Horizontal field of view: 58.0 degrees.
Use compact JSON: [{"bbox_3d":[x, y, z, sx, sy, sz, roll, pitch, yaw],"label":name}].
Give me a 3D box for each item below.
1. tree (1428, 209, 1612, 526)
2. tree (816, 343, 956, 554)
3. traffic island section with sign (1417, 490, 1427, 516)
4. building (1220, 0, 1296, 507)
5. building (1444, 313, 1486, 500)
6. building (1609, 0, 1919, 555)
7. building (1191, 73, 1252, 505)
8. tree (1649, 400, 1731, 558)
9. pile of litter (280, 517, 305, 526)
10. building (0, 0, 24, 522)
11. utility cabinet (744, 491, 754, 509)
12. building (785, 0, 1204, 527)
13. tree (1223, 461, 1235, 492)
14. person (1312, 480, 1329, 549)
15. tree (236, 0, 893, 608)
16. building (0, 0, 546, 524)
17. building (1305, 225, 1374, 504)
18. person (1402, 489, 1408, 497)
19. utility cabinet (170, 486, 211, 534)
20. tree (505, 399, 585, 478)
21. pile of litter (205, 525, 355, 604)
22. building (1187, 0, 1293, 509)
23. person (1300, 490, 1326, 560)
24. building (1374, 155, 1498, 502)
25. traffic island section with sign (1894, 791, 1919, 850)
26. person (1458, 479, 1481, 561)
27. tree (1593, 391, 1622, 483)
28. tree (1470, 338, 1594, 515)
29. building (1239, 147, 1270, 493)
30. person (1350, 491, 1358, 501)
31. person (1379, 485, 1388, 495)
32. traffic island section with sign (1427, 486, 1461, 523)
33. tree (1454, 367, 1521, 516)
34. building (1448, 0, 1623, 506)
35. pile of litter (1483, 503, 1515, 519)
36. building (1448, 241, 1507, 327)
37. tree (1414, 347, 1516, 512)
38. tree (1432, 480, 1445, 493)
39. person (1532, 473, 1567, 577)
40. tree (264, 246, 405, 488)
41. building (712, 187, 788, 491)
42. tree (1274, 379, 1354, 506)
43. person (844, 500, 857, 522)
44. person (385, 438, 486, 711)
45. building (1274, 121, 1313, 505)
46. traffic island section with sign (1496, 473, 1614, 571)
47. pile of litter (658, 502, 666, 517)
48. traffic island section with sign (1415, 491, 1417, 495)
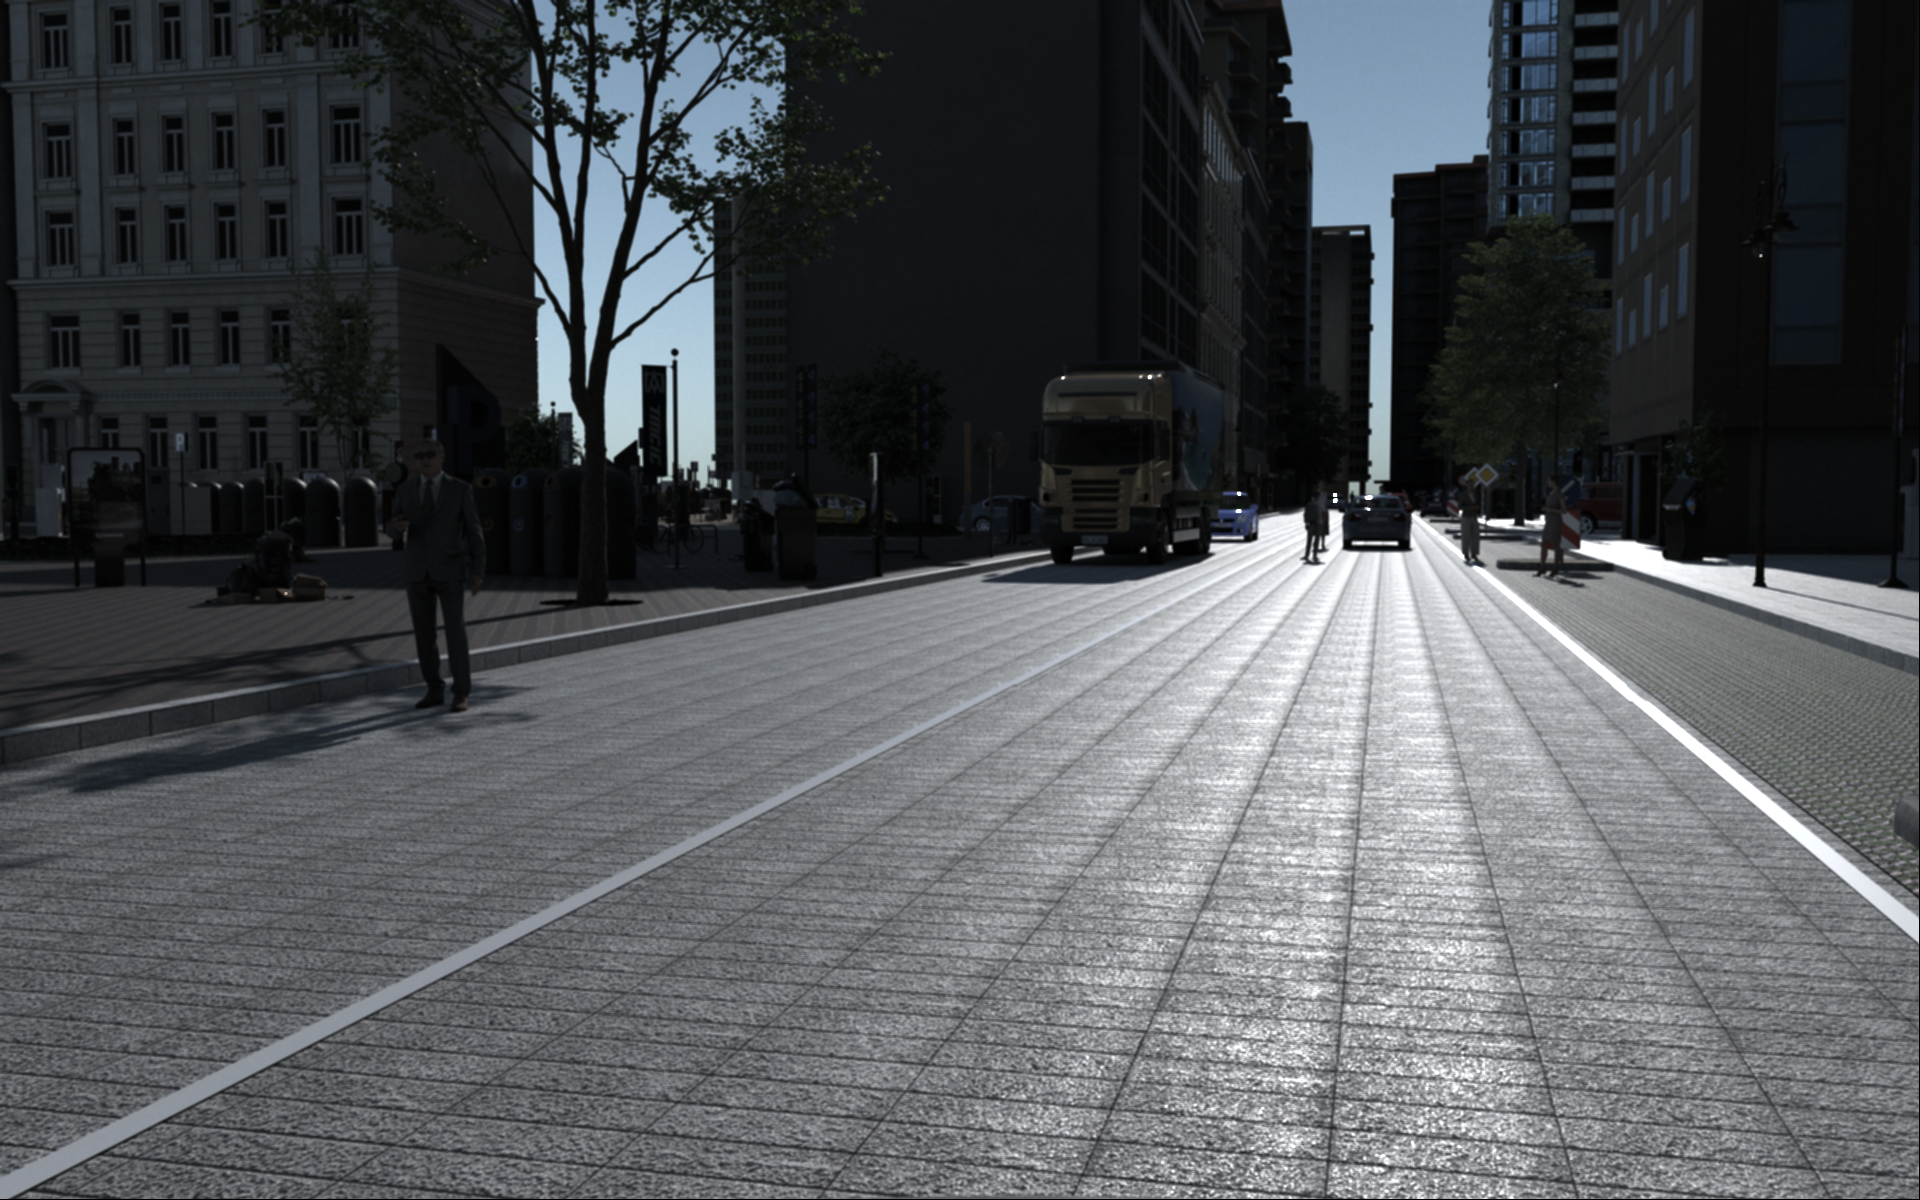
[{"bbox_3d":[22.901,-9.246,69.295,7.486,12.596,7.792,0,3,0],"label":"tree"},{"bbox_3d":[-1.650,-3.319,37.982,4.285,4.588,4.351,0,3,0],"label":"tree"},{"bbox_3d":[31.164,-6.410,113.434,1.989,1.847,2.006,1,4,14],"label":"traffic island section with sign"},{"bbox_3d":[24.410,-45.311,179.083,20.563,71.187,20.611,1,4,14],"label":"building"},{"bbox_3d":[64.229,-20.271,176.477,27.650,21.520,28.899,1,4,14],"label":"building"},{"bbox_3d":[23.894,-23.888,40.678,14.600,45.320,14.200,1,4,14],"label":"building"},{"bbox_3d":[9.943,-18.667,102.463,12.463,27.353,25.104,1,4,14],"label":"building"},{"bbox_3d":[15.289,-2.499,35.467,1.663,3.219,1.824,0,3,0],"label":"tree"},{"bbox_3d":[-12.684,-1.123,32.328,1.176,0.858,1.719,-3,4,-37],"label":"pile of litter"},{"bbox_3d":[-51.514,-16.389,85.984,19.932,24.808,12.078,1,4,14],"label":"building"},{"bbox_3d":[-16.670,-7.848,136.993,1.173,1.500,0.318,1,4,23],"label":"utility cabinet"},{"bbox_3d":[2.712,-17.460,78.981,14.314,27.812,24.014,1,4,14],"label":"building"},{"bbox_3d":[13.038,-5.665,87.228,1.663,3.219,1.824,0,3,0],"label":"tree"},{"bbox_3d":[9.463,-2.255,45.588,0.478,1.798,0.641,0,4,-4],"label":"person"},{"bbox_3d":[-4.213,-5.742,19.637,9.928,11.665,9.643,0,3,0],"label":"tree"},{"bbox_3d":[-31.888,-18.099,81.824,20.117,28.700,13.634,1,4,14],"label":"building"},{"bbox_3d":[44.128,-33.336,236.920,23.993,40.220,32.217,1,4,14],"label":"building"},{"bbox_3d":[33.113,-7.399,129.390,0.656,1.842,0.836,0,4,-7],"label":"person"},{"bbox_3d":[-22.503,-2.559,50.516,0.318,1.500,1.173,3,5,43],"label":"utility cabinet"},{"bbox_3d":[-14.628,-4.670,60.070,4.285,4.588,4.351,0,3,0],"label":"tree"},{"bbox_3d":[-8.157,-0.422,20.860,1.719,0.858,1.176,-1,4,-20],"label":"pile of litter"},{"bbox_3d":[17.932,-30.603,154.981,22.147,44.769,28.867,1,4,14],"label":"building"},{"bbox_3d":[7.662,-1.620,37.581,0.503,1.515,0.523,-1,4,-13],"label":"person"},{"bbox_3d":[69.193,-34.941,225.911,28.867,44.769,22.147,1,4,14],"label":"building"},{"bbox_3d":[4.789,0.125,6.578,1.989,1.847,2.006,1,4,14],"label":"traffic island section with sign"},{"bbox_3d":[10.855,-1.699,36.831,0.519,1.759,0.362,-1,4,-21],"label":"person"},{"bbox_3d":[42.264,-10.077,115.117,4.737,8.622,4.395,0,3,0],"label":"tree"},{"bbox_3d":[25.440,-7.855,78.797,4.737,8.622,4.395,0,3,0],"label":"tree"},{"bbox_3d":[14.589,-20.379,126.696,14.314,27.812,24.014,1,4,14],"label":"building"},{"bbox_3d":[43.799,-11.237,192.757,0.750,1.759,0.617,-1,4,-10],"label":"person"},{"bbox_3d":[19.117,-4.248,77.976,0.620,1.820,0.660,-2,4,-28],"label":"person"},{"bbox_3d":[24.701,-4.809,87.262,1.989,1.847,2.006,1,4,14],"label":"traffic island section with sign"},{"bbox_3d":[30.138,-9.101,99.158,4.360,8.622,3.978,0,3,0],"label":"tree"},{"bbox_3d":[54.003,-50.982,146.220,22.319,86.520,31.000,1,4,14],"label":"building"},{"bbox_3d":[27.966,-4.648,89.956,1.719,0.858,1.176,2,4,27],"label":"pile of litter"},{"bbox_3d":[63.056,-26.110,198.597,14.160,30.474,14.107,1,4,14],"label":"building"},{"bbox_3d":[36.038,-12.030,122.446,9.928,11.665,9.643,0,3,0],"label":"tree"},{"bbox_3d":[58.041,-13.192,210.289,1.663,3.219,1.824,0,3,0],"label":"tree"},{"bbox_3d":[10.099,-1.272,29.634,0.374,1.781,0.599,-1,4,-10],"label":"person"},{"bbox_3d":[-18.251,-6.166,51.184,4.737,8.622,4.395,0,3,0],"label":"tree"},{"bbox_3d":[-15.024,-31.610,208.703,23.993,40.220,32.217,1,4,14],"label":"building"},{"bbox_3d":[38.912,-17.509,192.921,9.857,13.997,8.962,0,3,0],"label":"tree"},{"bbox_3d":[-3.966,-2.989,62.389,0.505,1.210,0.382,-1,4,-9],"label":"person"},{"bbox_3d":[-3.507,-0.174,11.516,0.661,1.801,0.590,0,4,-2],"label":"person"},{"bbox_3d":[34.169,-33.994,205.907,14.200,45.320,14.600,1,4,14],"label":"building"},{"bbox_3d":[11.307,-1.492,33.024,1.989,1.847,2.006,1,4,14],"label":"traffic island section with sign"},{"bbox_3d":[-16.943,-5.177,98.604,1.719,0.858,1.176,2,4,34],"label":"pile of litter"},{"bbox_3d":[43.074,-9.359,161.640,1.989,1.847,2.006,1,4,14],"label":"traffic island section with sign"}]
